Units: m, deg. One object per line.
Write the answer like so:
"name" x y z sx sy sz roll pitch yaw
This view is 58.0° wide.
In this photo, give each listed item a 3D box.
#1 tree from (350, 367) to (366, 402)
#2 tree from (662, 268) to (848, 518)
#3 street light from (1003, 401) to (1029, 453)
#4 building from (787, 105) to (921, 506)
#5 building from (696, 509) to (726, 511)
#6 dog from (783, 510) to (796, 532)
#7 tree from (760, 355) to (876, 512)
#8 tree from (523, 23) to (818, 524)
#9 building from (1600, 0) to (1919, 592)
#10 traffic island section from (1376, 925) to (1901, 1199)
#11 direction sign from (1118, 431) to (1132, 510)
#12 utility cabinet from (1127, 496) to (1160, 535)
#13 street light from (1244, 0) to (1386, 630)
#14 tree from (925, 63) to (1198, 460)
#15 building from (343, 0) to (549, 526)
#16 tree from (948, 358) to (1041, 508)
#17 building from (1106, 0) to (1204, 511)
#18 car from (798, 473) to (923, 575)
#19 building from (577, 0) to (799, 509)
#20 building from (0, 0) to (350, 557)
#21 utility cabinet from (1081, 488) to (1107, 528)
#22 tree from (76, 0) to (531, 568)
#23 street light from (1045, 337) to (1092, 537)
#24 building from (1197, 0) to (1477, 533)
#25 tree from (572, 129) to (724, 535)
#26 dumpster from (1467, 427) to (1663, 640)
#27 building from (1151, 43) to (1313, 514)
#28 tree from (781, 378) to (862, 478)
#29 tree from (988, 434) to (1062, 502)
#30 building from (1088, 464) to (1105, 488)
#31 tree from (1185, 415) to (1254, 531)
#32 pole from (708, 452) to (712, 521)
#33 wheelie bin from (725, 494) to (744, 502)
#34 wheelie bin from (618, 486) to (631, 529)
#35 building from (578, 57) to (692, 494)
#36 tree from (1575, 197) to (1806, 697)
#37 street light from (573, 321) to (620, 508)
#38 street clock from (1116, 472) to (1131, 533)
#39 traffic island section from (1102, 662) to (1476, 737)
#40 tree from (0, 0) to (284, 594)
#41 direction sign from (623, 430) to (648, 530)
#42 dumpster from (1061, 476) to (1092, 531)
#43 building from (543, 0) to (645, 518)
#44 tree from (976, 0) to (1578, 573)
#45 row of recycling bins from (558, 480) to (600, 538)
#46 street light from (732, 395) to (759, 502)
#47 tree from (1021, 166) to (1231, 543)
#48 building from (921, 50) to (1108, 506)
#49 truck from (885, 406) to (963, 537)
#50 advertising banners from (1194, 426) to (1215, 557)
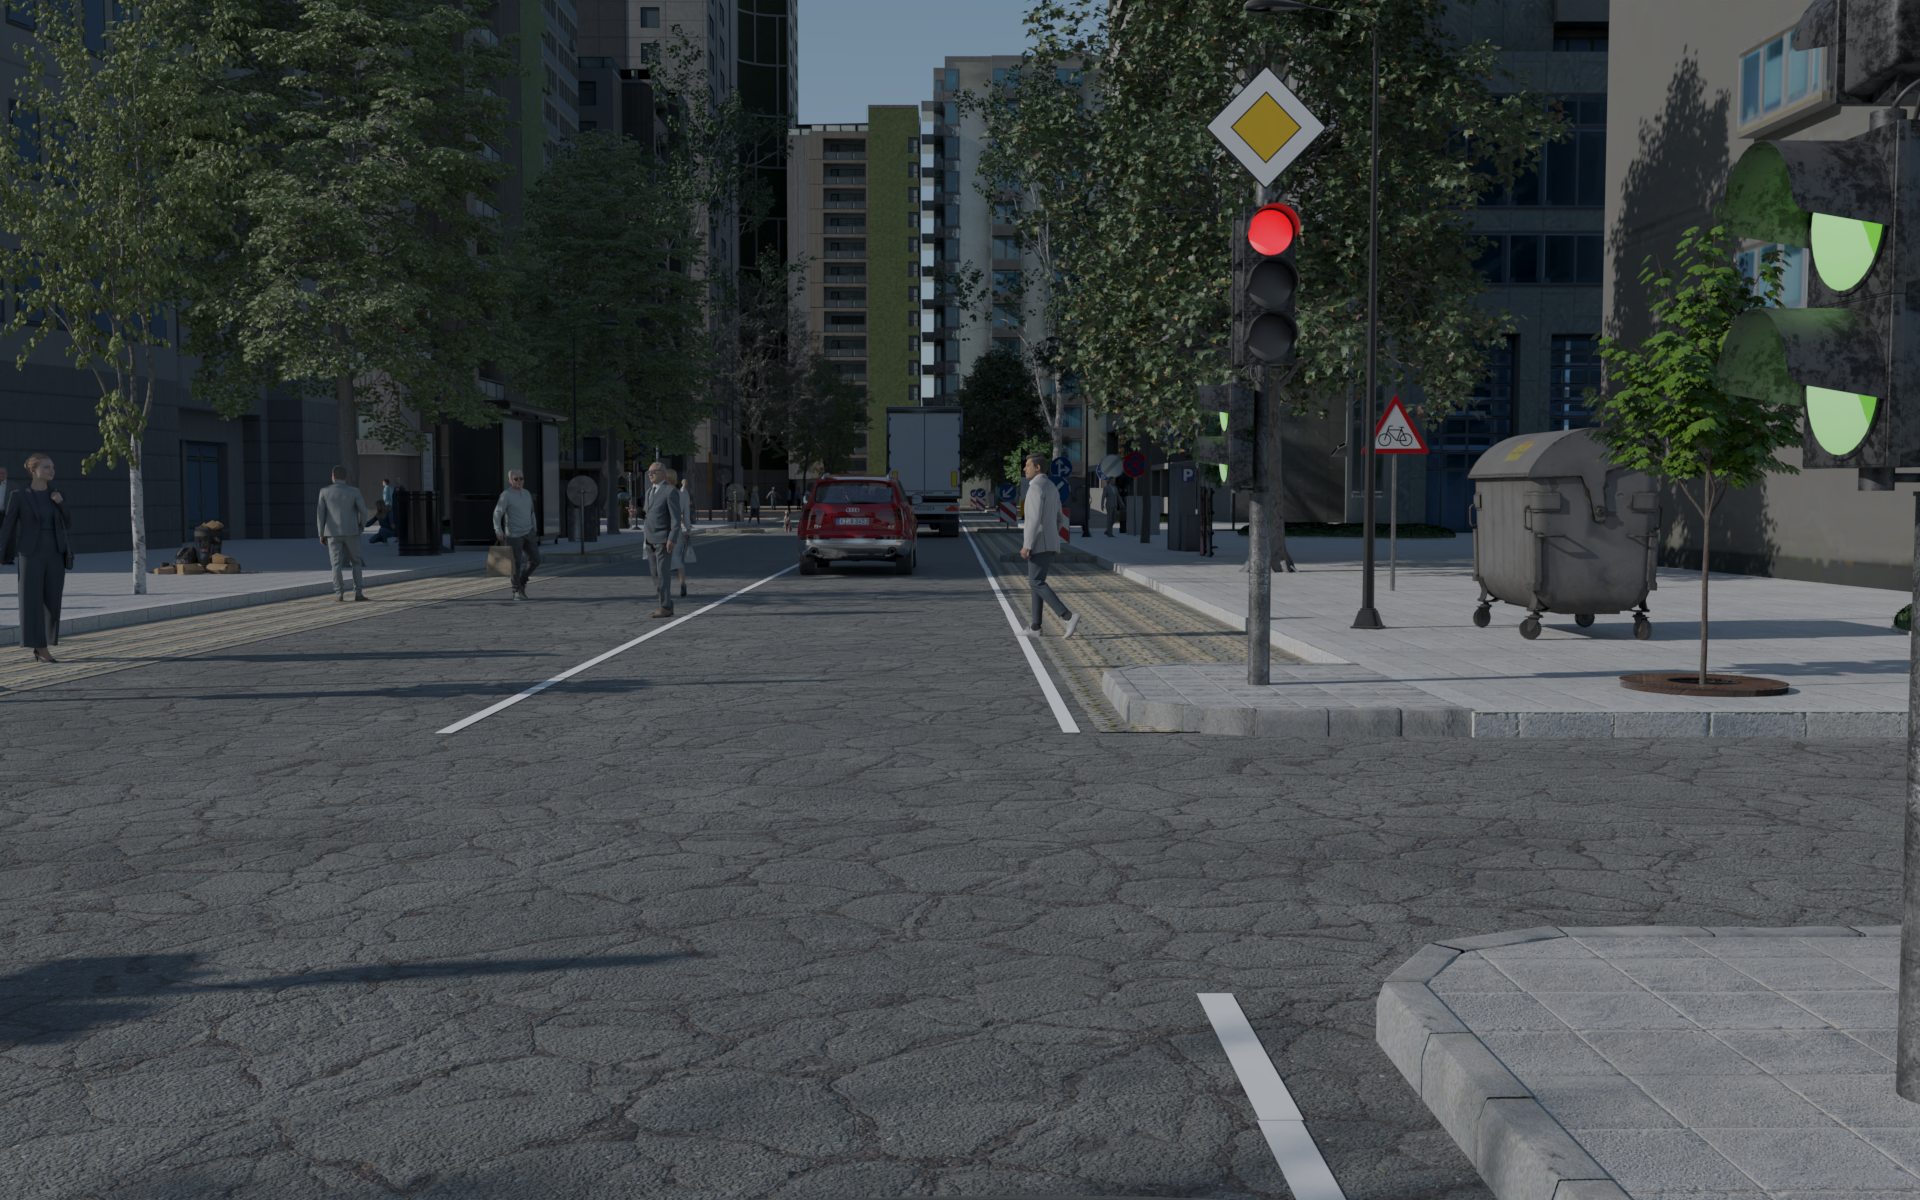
"tree" -21.867 -6.521 56.979 4.737 8.622 4.395 0 3 0
"tree" -11.168 -11.250 94.313 12.009 13.543 11.850 0 3 0
"street light" 2.838 -6.945 86.085 1.470 5.913 1.316 0 4 0
"building" -11.156 -30.692 185.413 14.086 41.232 14.154 0 4 0
"building" -29.632 -43.087 142.717 20.611 71.187 20.563 0 4 0
"dog" -6.441 -2.993 65.765 0.513 0.831 0.800 3 5 41
"tree" -11.344 -12.326 127.287 9.928 11.665 9.643 0 3 0
"tree" -12.309 -13.260 72.698 12.611 20.169 13.585 0 3 0
"building" 22.877 -24.716 27.810 21.600 48.544 21.300 0 4 0
"traffic island section" 2.097 1.137 3.687 2.009 0.180 2.903 0 4 0
"direction sign" 6.038 -4.312 62.491 0.379 3.537 0.876 -3 5 -44
"utility cabinet" 5.772 -2.653 54.543 1.020 1.237 0.306 0 3 0
"street light" 3.360 -2.682 16.387 1.470 5.913 1.316 0 4 0
"tree" 4.877 -13.346 74.104 12.611 20.169 13.585 0 3 0
"building" -26.361 -23.909 74.513 14.154 41.232 14.086 0 4 0
"tree" 3.198 -15.609 161.865 9.857 13.997 8.962 0 3 0
"building" 22.006 -30.494 122.278 21.300 48.544 21.600 0 4 0
"car" -1.846 -1.443 32.273 2.281 1.827 5.304 0 3 0
"building" -28.527 -45.816 187.342 20.611 71.187 20.563 0 4 0
"building" -29.146 -30.319 37.712 21.231 58.520 28.212 0 4 0
"utility cabinet" 5.148 -3.446 65.022 1.173 1.500 0.318 1 4 13
"tree" -11.047 -6.830 29.790 7.486 12.596 7.792 0 3 0
"street light" 3.216 -4.813 51.237 1.470 5.913 1.316 0 4 0
"building" 23.277 -46.294 69.584 22.319 86.520 31.000 0 4 0
"tree" -11.473 -8.357 54.761 7.486 12.596 7.792 0 3 0
"dumpster" 5.524 -0.619 15.879 1.264 1.857 1.865 0 4 0
"building" 27.644 -24.925 99.410 32.217 40.220 23.993 0 4 0
"tree" -12.733 -14.868 161.224 7.486 12.596 7.792 0 3 0
"tree" 4.133 -6.720 93.588 4.285 4.588 4.351 0 3 0
"building" 21.527 -43.082 142.650 20.563 71.187 20.611 0 4 0
"tree" 9.515 -4.708 60.683 4.285 4.588 4.351 0 3 0
"pole" -12.063 -5.492 83.636 0.158 3.312 0.155 0 3 0
"wheelie bin" -10.807 -4.598 83.089 0.980 1.594 0.693 0 4 8
"wheelie bin" -12.568 -3.423 63.877 0.980 1.594 0.693 1 4 20
"building" -26.389 -21.197 118.270 14.160 30.474 14.107 0 4 0
"tree" 5.040 -1.026 11.374 1.663 3.219 1.824 0 3 0
"street light" -9.810 -4.527 46.561 1.470 5.913 1.316 0 4 0
"street clock" 5.330 -3.178 56.535 0.358 2.002 0.471 -3 5 -41
"traffic island section" 2.035 0.649 11.672 2.009 0.180 2.903 0 4 0
"tree" -10.727 -4.372 21.844 4.737 8.622 4.395 0 3 0
"direction sign" -11.559 -4.269 61.797 0.876 3.537 0.379 -2 4 -24
"dumpster" 3.723 -3.169 57.575 1.264 1.857 1.865 0 4 0
"building" -35.168 -24.872 98.538 32.217 40.220 23.993 0 4 0
"tree" 5.101 -6.814 28.411 9.611 12.733 9.660 0 3 0
"row of recycling bins" -11.651 -2.731 51.761 1.069 1.692 3.534 1 4 10
"street light" -10.158 -6.670 81.597 1.470 5.913 1.316 0 4 0
"tree" 5.171 -6.774 45.168 7.601 10.594 8.767 -2 4 -24
"building" 11.080 -34.870 189.736 30.456 49.044 23.786 0 4 0
"truck" -1.293 -4.408 60.977 2.839 4.237 11.283 0 4 -2
"advertising banners" 5.049 -2.430 35.911 0.090 3.025 2.074 0 4 -2
